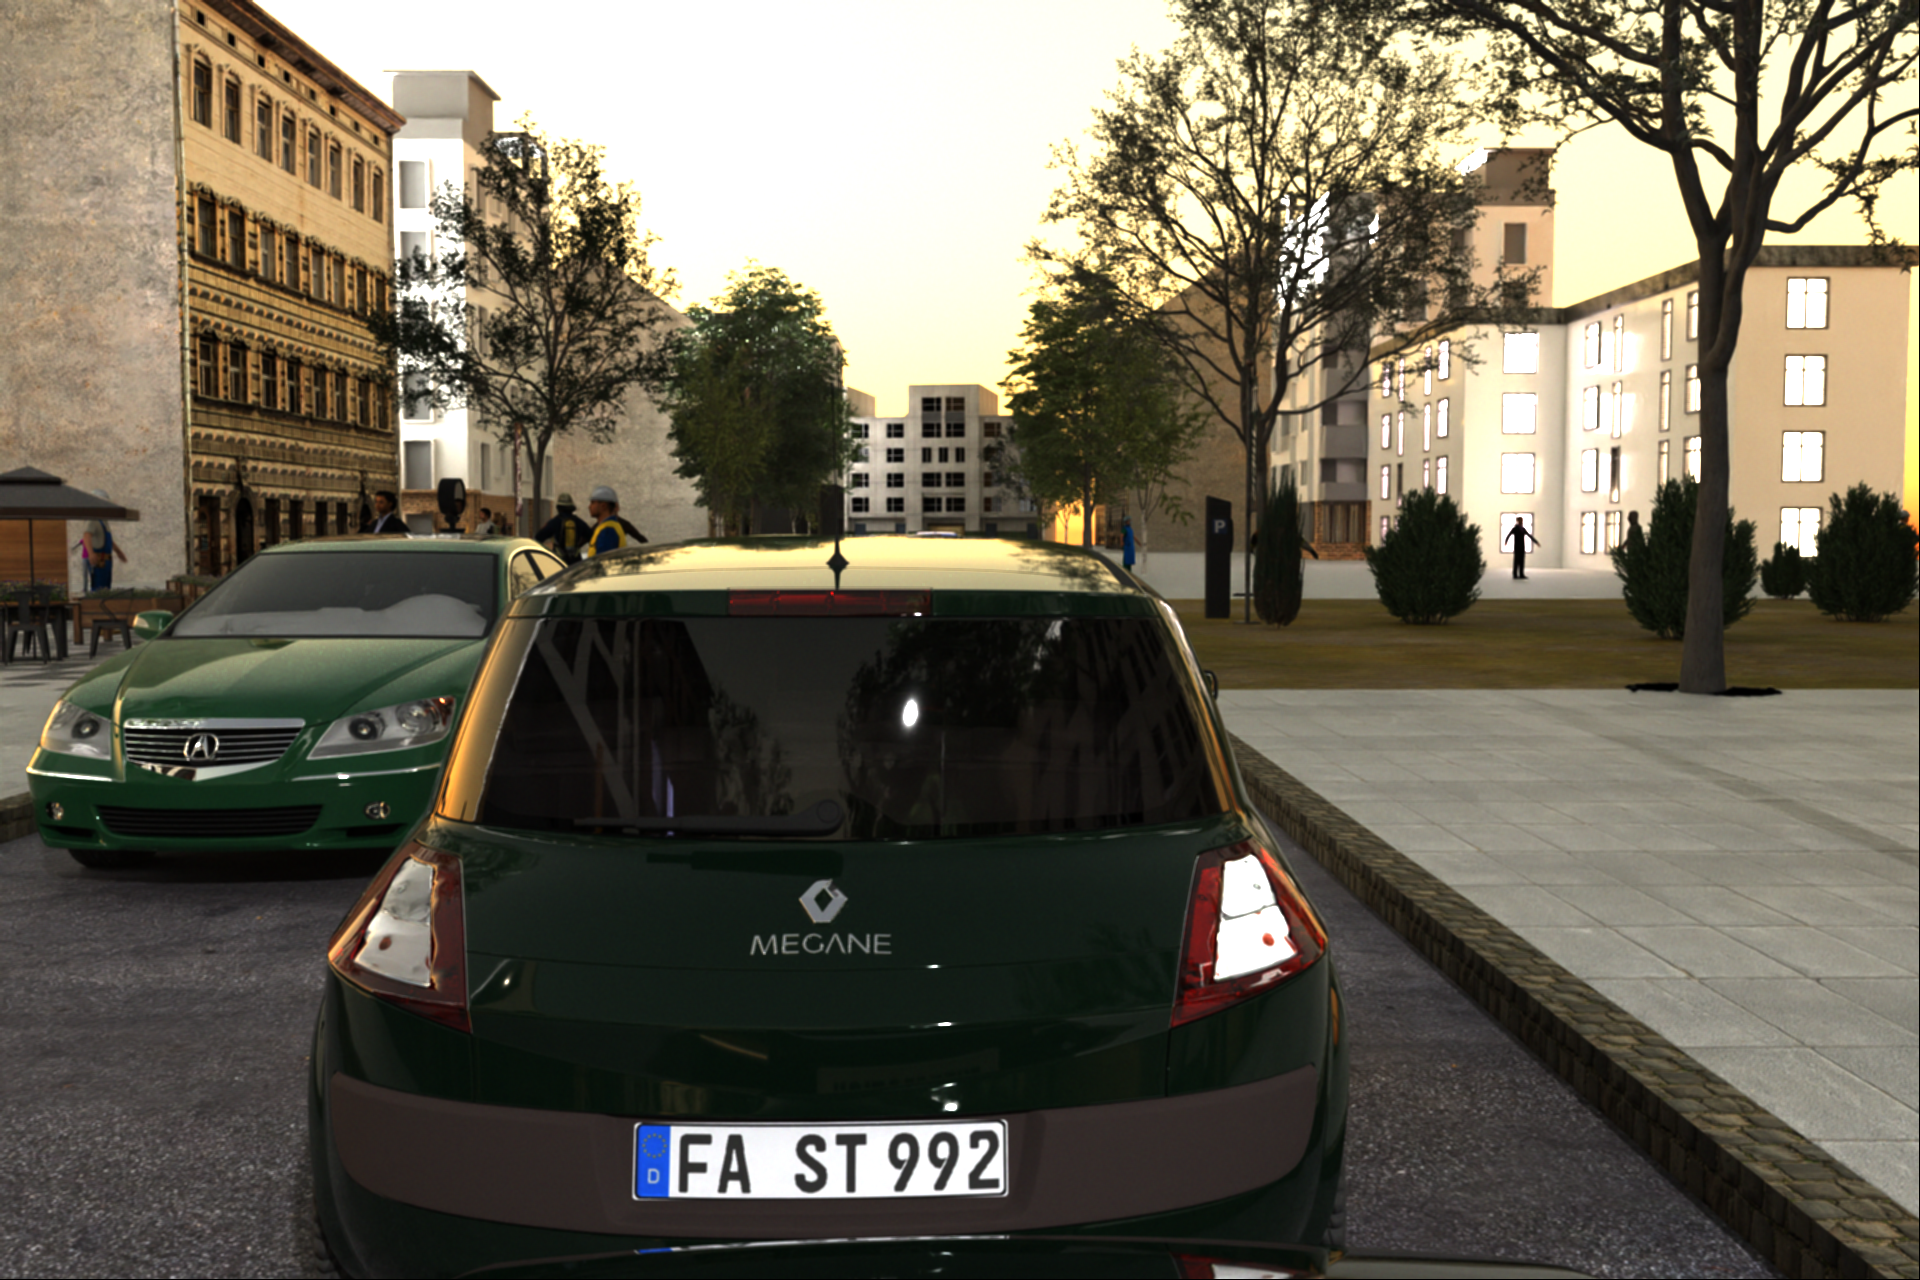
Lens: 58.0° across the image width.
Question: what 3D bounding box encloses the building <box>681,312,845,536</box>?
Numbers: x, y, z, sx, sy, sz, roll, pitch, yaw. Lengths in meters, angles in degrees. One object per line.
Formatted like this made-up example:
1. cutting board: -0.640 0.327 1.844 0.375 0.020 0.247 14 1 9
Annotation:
1. building: -26.537 -20.310 176.041 27.936 21.610 32.646 0 4 -1

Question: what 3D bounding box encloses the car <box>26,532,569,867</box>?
1. car: -2.912 0.173 8.975 2.131 1.459 4.920 0 4 -1

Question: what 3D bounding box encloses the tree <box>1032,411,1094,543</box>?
1. tree: 6.104 -9.140 99.793 4.737 8.622 4.395 0 3 0

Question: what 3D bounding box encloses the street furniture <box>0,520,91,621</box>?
1. street furniture: -18.109 -1.199 26.463 9.812 1.723 11.010 -2 4 -26

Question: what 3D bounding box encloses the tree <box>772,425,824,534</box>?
1. tree: -9.611 -9.195 100.699 4.360 8.622 3.978 0 3 0

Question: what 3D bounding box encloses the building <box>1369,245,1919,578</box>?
1. building: 23.165 -7.482 64.473 9.099 9.664 28.070 0 4 -1

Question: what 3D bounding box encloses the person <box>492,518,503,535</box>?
1. person: -13.204 -2.611 49.488 1.217 1.733 0.721 1 4 15

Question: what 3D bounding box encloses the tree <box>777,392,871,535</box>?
1. tree: -9.592 -11.720 117.376 9.928 11.665 9.643 0 3 0

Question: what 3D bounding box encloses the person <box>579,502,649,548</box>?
1. person: -5.214 -1.221 26.096 1.346 1.812 0.704 -1 4 -17

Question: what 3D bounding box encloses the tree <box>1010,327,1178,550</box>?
1. tree: 6.426 -9.653 83.589 9.928 11.665 9.643 0 3 0

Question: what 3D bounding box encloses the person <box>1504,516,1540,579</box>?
1. person: 16.051 -2.654 49.611 1.346 1.802 0.704 -2 4 -27

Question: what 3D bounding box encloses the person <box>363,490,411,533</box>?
1. person: -6.098 -0.703 18.212 1.216 1.740 0.721 2 4 27

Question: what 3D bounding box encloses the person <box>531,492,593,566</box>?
1. person: -5.474 -1.117 24.034 1.354 1.856 0.705 -2 4 -28

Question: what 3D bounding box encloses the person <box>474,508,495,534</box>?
1. person: -9.590 -1.758 34.932 1.347 1.806 0.705 3 4 36

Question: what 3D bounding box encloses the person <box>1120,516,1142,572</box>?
1. person: 4.946 -2.726 50.693 0.704 1.817 1.347 2 4 29

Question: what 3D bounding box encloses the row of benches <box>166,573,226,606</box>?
1. row of benches: -11.355 -0.652 26.130 1.422 0.672 4.104 -2 4 -32

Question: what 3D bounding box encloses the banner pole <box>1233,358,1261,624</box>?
1. banner pole: 4.130 -2.111 24.534 0.401 3.779 0.863 0 4 -1

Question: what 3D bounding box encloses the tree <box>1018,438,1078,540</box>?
1. tree: 5.416 -9.639 107.959 4.737 8.622 4.395 0 3 0

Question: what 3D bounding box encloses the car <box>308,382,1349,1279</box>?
1. car: -0.247 0.327 4.435 2.009 1.686 4.222 0 4 -1

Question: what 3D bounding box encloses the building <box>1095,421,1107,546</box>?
1. building: 24.515 -21.715 185.963 19.493 23.208 18.063 0 3 0

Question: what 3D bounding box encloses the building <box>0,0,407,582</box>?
1. building: -29.847 -13.665 54.357 19.493 23.208 18.063 0 4 -1

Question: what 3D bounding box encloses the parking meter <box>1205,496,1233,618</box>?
1. parking meter: 3.950 -1.265 26.398 0.399 1.863 0.255 0 4 0

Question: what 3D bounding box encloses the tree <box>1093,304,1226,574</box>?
1. tree: 6.025 -6.414 55.237 4.737 8.622 4.395 0 3 0

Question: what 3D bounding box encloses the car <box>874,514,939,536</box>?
1. car: -0.643 -0.496 17.889 2.009 1.686 4.222 0 4 -1

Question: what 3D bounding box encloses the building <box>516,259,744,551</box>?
1. building: -28.456 -19.002 141.607 19.493 23.208 18.063 0 4 0

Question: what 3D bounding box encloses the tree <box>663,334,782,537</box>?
1. tree: -8.851 -6.997 64.758 4.737 8.622 4.395 0 3 0

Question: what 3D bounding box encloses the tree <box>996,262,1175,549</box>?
1. tree: 5.299 -9.431 72.327 7.486 12.596 7.792 0 3 0

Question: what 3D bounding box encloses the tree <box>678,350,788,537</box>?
1. tree: -9.821 -7.321 70.057 4.360 8.622 3.978 0 3 0

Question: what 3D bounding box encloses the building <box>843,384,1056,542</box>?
1. building: -4.784 -20.948 211.412 31.486 18.905 16.747 1 4 9

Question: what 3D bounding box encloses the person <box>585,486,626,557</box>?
1. person: -2.995 -0.370 14.484 0.705 1.833 1.349 0 4 -5

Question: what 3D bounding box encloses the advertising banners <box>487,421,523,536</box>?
1. advertising banners: -6.879 -1.843 26.327 0.090 3.025 2.074 0 4 0

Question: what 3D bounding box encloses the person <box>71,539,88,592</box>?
1. person: -19.090 -1.751 37.900 0.991 1.433 0.599 0 4 -5

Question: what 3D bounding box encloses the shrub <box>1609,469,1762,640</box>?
1. shrub: 8.860 -1.047 21.159 1.661 2.075 1.752 0 3 0

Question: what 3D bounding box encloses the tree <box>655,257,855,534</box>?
1. tree: -9.635 -10.702 81.625 9.857 13.997 8.962 0 3 0

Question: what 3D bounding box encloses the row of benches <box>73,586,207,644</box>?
1. row of benches: -8.405 -0.290 20.200 4.104 0.672 1.422 0 4 7

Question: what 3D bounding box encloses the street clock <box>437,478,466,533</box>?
1. street clock: -6.597 -1.098 22.529 0.358 2.002 0.471 0 4 1

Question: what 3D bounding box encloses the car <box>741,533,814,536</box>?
1. car: -2.341 -0.652 22.465 2.131 1.459 4.920 0 4 -1

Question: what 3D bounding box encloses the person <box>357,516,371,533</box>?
1. person: -16.970 -2.661 49.689 1.347 1.806 0.705 2 4 31

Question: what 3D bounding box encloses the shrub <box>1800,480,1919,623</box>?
1. shrub: 13.193 -1.302 25.323 1.661 2.075 1.752 0 3 0

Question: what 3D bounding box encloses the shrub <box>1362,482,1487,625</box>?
1. shrub: 6.623 -1.239 24.674 1.690 2.028 1.600 0 3 0

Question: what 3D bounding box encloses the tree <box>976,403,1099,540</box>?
1. tree: 5.511 -11.195 117.453 8.767 10.594 7.601 -1 4 -10

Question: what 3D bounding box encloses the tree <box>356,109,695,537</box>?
1. tree: -9.796 -6.401 39.070 8.767 10.594 7.601 1 4 10

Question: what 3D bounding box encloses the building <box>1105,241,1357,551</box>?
1. building: 21.858 -18.879 139.593 19.493 23.208 18.063 0 4 0

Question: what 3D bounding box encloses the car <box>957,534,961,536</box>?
1. car: -0.555 -5.571 100.872 2.009 1.686 4.222 0 4 -2

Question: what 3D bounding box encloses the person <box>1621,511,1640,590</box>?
1. person: 15.415 -2.056 39.746 0.705 1.813 1.348 1 4 10

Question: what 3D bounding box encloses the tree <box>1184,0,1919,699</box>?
1. tree: 6.053 -6.307 13.494 12.009 13.543 11.850 0 3 0

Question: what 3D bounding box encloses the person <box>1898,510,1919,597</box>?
1. person: 19.347 -1.770 35.400 0.721 1.772 1.216 -1 4 -14

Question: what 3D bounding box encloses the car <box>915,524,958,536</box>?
1. car: -0.631 -2.208 45.687 1.945 1.707 3.694 0 4 0

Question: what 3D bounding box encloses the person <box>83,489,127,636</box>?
1. person: -10.850 -0.983 21.921 0.705 1.847 1.347 -1 4 -11

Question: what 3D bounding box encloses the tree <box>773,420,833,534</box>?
1. tree: -9.496 -9.561 106.692 4.737 8.622 4.395 0 3 0

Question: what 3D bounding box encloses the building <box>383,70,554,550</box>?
1. building: -24.854 -13.189 72.068 16.016 20.090 11.380 0 4 -1

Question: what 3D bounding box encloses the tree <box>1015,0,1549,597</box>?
1. tree: 6.137 -7.634 35.194 12.009 13.543 11.850 0 3 0

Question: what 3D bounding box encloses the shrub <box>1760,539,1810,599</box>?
1. shrub: 16.289 -1.414 34.231 1.383 1.207 1.383 0 3 0

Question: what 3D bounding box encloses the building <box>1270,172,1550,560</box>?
1. building: 22.788 -14.718 97.061 16.016 20.090 11.380 0 3 0

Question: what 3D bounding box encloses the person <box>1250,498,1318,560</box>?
1. person: 4.938 -1.288 26.823 0.705 1.858 1.354 -3 5 -41
